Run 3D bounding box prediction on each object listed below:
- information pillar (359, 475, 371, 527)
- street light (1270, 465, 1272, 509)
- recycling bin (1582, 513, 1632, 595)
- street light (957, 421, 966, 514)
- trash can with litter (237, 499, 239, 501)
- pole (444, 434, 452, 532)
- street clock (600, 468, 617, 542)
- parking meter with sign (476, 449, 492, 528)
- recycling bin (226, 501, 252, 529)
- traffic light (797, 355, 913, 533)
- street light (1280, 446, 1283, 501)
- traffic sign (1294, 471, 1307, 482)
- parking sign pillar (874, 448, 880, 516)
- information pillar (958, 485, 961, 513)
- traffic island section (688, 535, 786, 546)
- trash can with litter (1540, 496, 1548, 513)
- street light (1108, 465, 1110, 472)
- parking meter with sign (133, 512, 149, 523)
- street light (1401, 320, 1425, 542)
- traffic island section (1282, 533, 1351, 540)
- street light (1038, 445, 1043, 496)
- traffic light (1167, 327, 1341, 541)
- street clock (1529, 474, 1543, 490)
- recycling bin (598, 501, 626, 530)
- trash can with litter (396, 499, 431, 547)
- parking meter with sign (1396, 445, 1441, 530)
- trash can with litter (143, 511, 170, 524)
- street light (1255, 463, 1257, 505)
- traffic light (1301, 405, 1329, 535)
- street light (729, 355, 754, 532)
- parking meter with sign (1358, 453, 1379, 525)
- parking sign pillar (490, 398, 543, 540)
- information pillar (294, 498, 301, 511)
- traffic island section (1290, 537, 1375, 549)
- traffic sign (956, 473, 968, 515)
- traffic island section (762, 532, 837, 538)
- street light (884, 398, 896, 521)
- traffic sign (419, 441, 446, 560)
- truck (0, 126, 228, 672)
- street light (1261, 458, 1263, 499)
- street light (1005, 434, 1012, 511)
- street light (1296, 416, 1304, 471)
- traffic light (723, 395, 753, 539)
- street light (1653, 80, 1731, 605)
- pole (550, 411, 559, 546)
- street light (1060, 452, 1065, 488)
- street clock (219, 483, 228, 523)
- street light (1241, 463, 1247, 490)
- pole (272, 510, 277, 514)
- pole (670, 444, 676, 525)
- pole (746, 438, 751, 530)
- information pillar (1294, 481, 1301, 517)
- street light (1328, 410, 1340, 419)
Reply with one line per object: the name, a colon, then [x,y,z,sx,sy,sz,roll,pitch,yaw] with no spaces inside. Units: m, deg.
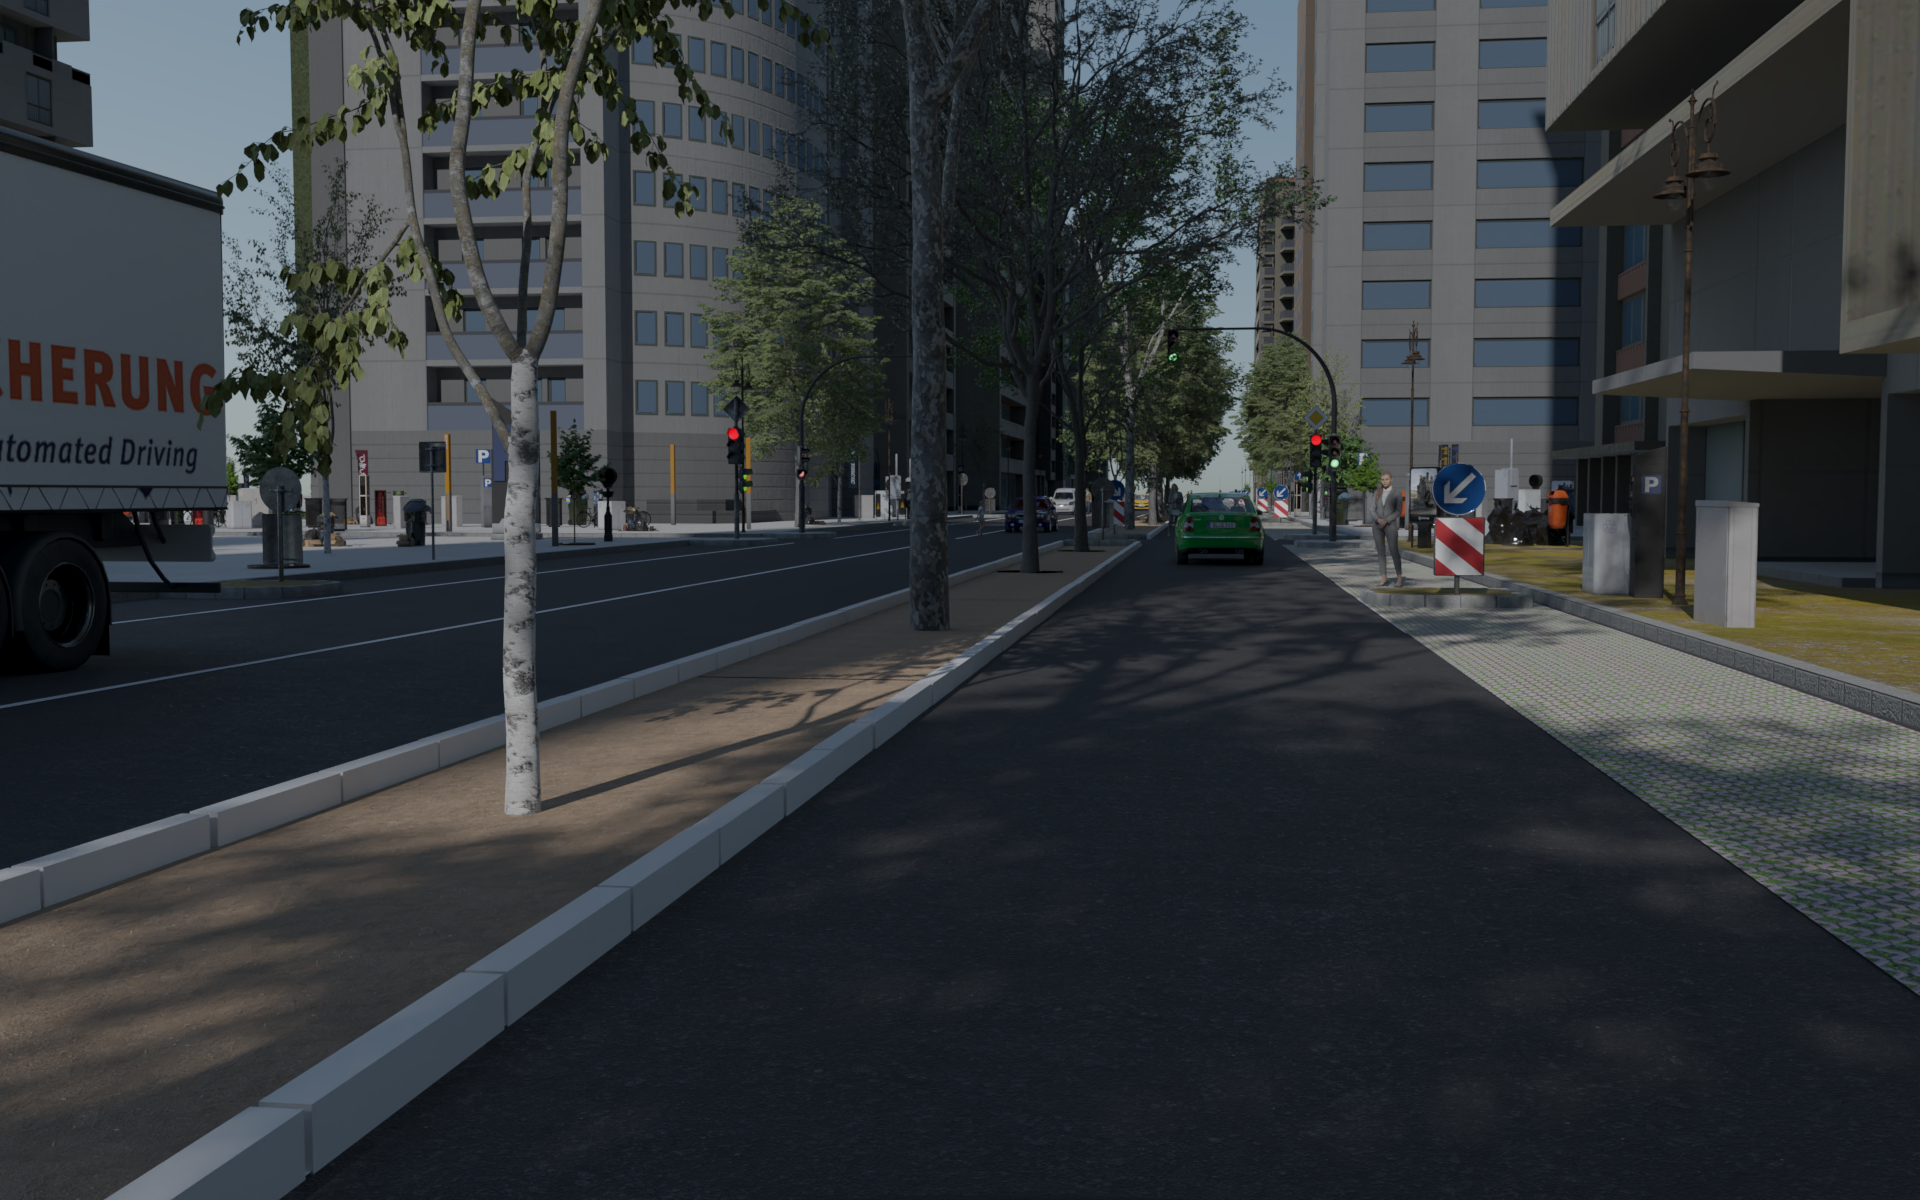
information pillar: [-22.914,-3.803,66.669,0.304,2.012,0.304,0,4,7]
street light: [27.514,-11.022,153.001,0.468,5.910,1.993,1,4,8]
recycling bin: [8.459,-0.595,22.285,0.722,1.027,0.722,0,4,8]
street light: [0.165,-8.333,109.025,0.468,5.910,1.993,1,4,8]
trash can with litter: [-36.111,-4.612,86.791,0.624,1.170,1.055,1,4,21]
pole: [-17.393,-3.977,58.865,0.158,3.312,0.155,0,3,0]
street clock: [-9.483,-2.574,46.657,0.471,2.002,0.358,1,4,9]
parking meter with sign: [-18.228,-4.305,66.652,0.543,3.016,1.738,-1,4,-22]
recycling bin: [-26.620,-3.144,63.951,0.722,1.027,0.722,-3,5,-40]
traffic light: [-3.124,-5.032,56.935,4.771,5.953,1.251,1,4,8]
street light: [23.964,-9.529,128.592,0.468,5.910,1.993,1,4,8]
traffic sign: [18.956,-5.888,96.369,0.768,2.556,0.104,1,4,12]
parking sign pillar: [-4.970,-6.919,101.601,1.447,3.967,1.447,-1,4,-10]
information pillar: [0.034,-6.880,116.980,0.304,2.012,0.304,1,4,12]
traffic island section: [-6.384,-1.661,49.435,2.009,0.180,2.903,1,4,8]
trash can with litter: [26.909,-4.274,80.937,2.233,1.210,1.678,3,4,38]
street light: [22.929,-17.954,266.339,0.468,5.910,1.993,1,4,8]
parking meter with sign: [-35.968,-4.929,76.845,0.543,3.016,1.738,1,4,16]
street light: [12.080,-4.496,46.298,0.468,5.910,1.993,1,4,8]
traffic island section: [11.276,-1.999,54.962,2.009,0.180,2.903,1,4,8]
street light: [7.349,-11.373,158.730,0.468,5.910,1.993,1,4,8]
traffic light: [8.015,-4.430,47.106,4.771,5.953,1.251,1,4,8]
street clock: [21.272,-3.637,64.028,0.358,2.002,0.471,-2,4,-34]
recycling bin: [-12.429,-3.014,61.832,0.722,1.027,0.722,3,4,37]
trash can with litter: [-13.397,-1.901,42.462,0.624,1.170,1.055,0,4,5]
parking meter with sign: [16.197,-4.002,61.689,1.738,3.016,0.543,1,4,12]
trash can with litter: [-21.572,-2.164,46.762,0.624,1.170,1.055,0,4,-3]
street light: [34.780,-14.137,203.934,0.468,5.910,1.993,1,4,8]
traffic light: [11.238,-4.033,54.853,0.839,4.253,0.868,1,4,8]
street light: [-7.239,-5.196,57.737,0.468,5.910,1.993,1,4,8]
parking meter with sign: [17.452,-4.719,73.412,0.543,3.016,1.738,3,4,37]
parking sign pillar: [-12.472,-3.680,48.642,1.447,3.967,1.447,0,4,-7]
information pillar: [-38.942,-5.947,101.733,0.304,2.012,0.304,-3,5,-43]
traffic island section: [10.137,-1.515,47.058,2.009,0.180,2.903,1,4,8]
traffic sign: [0.107,-6.482,106.080,0.768,2.556,0.104,1,4,15]
traffic island section: [-5.245,-2.144,57.339,2.009,0.180,2.903,1,4,8]
street light: [-3.402,-6.762,83.338,0.468,5.910,1.993,1,4,8]
traffic sign: [-10.271,-1.933,33.730,0.606,2.300,0.079,1,4,18]
truck: [-8.805,-1.339,10.805,2.839,4.237,11.283,0,4,8]
street light: [31.180,-12.595,178.708,0.468,5.910,1.993,1,4,8]
street light: [3.717,-9.830,133.509,0.468,5.910,1.993,1,4,8]
street light: [20.207,-7.963,102.980,0.468,5.910,1.993,1,4,8]
traffic light: [-6.346,-3.693,49.295,0.839,4.253,0.868,1,4,8]
street light: [8.360,-2.884,19.937,0.468,5.910,1.993,1,4,8]
pole: [-9.933,-2.971,42.416,0.158,3.312,0.155,0,3,0]
street light: [10.918,-12.927,184.136,0.468,5.910,1.993,1,4,8]
street clock: [-32.682,-4.410,76.666,0.471,2.002,0.358,-3,4,-39]
street light: [43.023,-17.632,261.068,0.468,5.910,1.993,1,4,8]
pole: [-26.287,-4.434,66.340,0.158,3.312,0.155,0,3,0]
pole: [-11.797,-4.733,71.228,0.158,3.312,0.155,0,3,0]
pole: [-7.641,-4.205,62.598,0.158,3.312,0.155,0,3,0]
information pillar: [18.661,-5.578,95.698,0.304,2.012,0.304,-1,4,-15]
street light: [16.590,-6.374,77.008,0.468,5.910,1.993,1,4,8]
